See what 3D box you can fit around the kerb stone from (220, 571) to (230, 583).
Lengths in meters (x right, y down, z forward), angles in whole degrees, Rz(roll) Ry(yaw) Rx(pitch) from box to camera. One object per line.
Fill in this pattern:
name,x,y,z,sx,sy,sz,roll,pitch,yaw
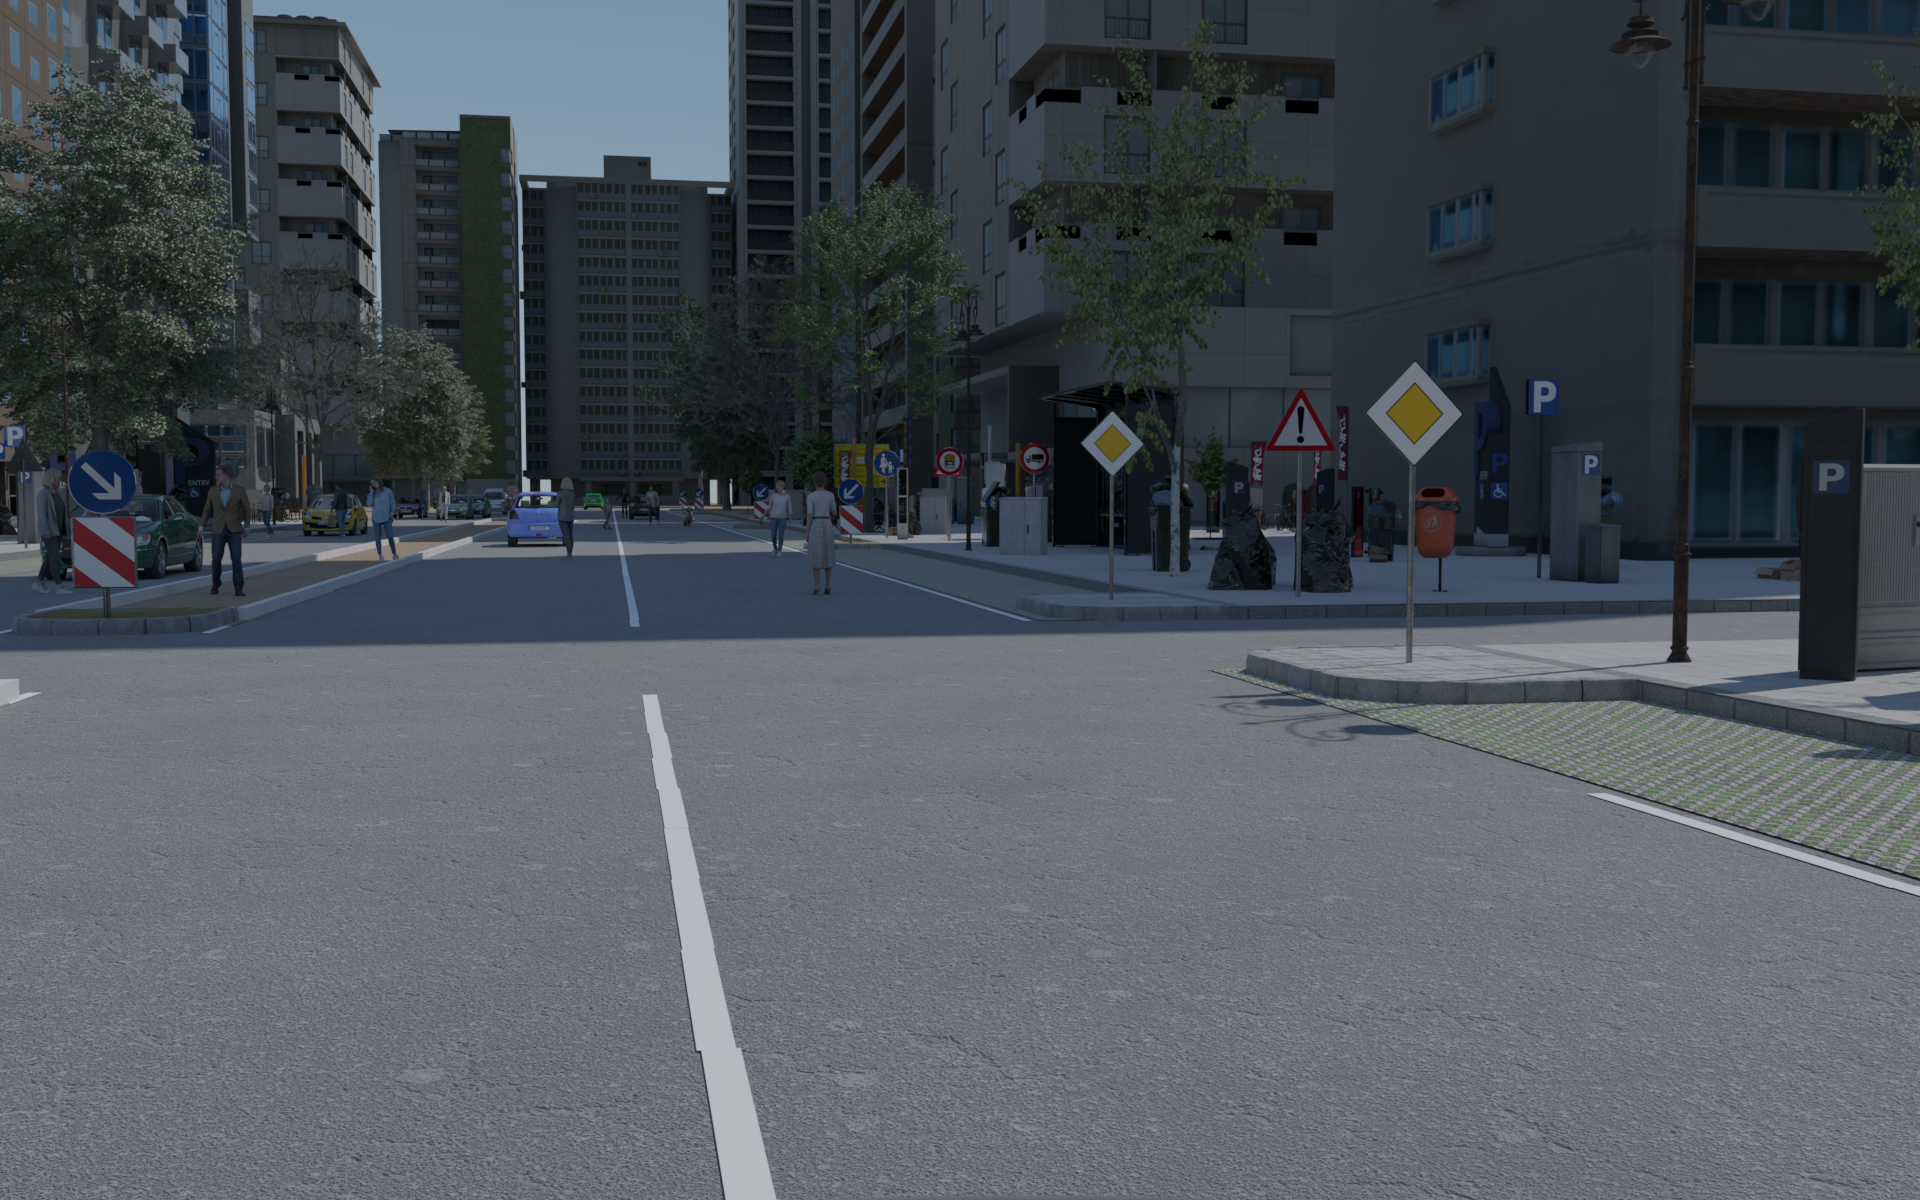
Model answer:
kerb stone,-11.889,-0.329,27.680,0.120,0.150,1.000,-1,4,-11

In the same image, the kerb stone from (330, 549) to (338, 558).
kerb stone,-14.118,-1.007,38.740,0.120,0.150,1.000,-1,4,-11

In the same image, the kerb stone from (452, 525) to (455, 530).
kerb stone,-20.015,-2.795,67.892,0.120,0.150,1.000,-1,4,-11

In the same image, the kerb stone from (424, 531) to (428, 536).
kerb stone,-17.980,-2.180,57.841,0.120,0.150,1.000,-1,4,-11

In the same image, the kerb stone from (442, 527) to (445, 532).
kerb stone,-19.208,-2.550,63.883,0.120,0.150,1.000,-1,4,-11

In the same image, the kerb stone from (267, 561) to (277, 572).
kerb stone,-12.706,-0.582,31.712,0.120,0.150,1.000,-1,4,-11

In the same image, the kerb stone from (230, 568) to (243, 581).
kerb stone,-12.088,-0.396,28.690,0.120,0.150,1.000,-1,4,-11

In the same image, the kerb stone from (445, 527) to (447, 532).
kerb stone,-19.411,-2.611,64.885,0.120,0.150,1.000,-1,4,-11

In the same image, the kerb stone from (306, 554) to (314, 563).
kerb stone,-13.520,-0.828,35.731,0.120,0.150,1.000,-1,4,-11

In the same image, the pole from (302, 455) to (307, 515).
pole,-34.264,-5.914,90.529,0.158,3.312,0.155,0,3,0

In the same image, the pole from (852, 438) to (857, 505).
pole,-3.831,-4.221,62.862,0.158,3.312,0.155,0,3,0

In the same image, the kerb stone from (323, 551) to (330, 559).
kerb stone,-13.922,-0.943,37.736,0.120,0.150,1.000,-1,4,-11

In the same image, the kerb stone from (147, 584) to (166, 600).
kerb stone,-11.073,-0.090,23.662,0.120,0.150,1.000,-1,4,-11

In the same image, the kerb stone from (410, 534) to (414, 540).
kerb stone,-17.173,-1.935,53.829,0.120,0.150,1.000,-1,4,-11

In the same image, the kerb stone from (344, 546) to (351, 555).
kerb stone,-14.532,-1.133,40.751,0.120,0.150,1.000,-1,4,-11

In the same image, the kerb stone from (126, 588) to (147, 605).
kerb stone,-10.869,-0.028,22.651,0.120,0.150,1.000,-1,4,-11

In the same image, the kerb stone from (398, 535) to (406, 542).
kerb stone,-16.769,-1.812,51.820,0.120,0.150,1.000,-1,4,-11

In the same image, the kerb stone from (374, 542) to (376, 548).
kerb stone,-15.545,-1.442,45.779,0.120,0.150,1.000,-1,4,-11

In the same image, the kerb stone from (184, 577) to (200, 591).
kerb stone,-11.488,-0.212,25.672,0.120,0.150,1.000,-1,4,-11

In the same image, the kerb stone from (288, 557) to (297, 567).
kerb stone,-13.114,-0.705,33.720,0.120,0.150,1.000,-1,4,-11

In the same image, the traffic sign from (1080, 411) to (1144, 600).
traffic sign,1.830,-1.057,20.932,0.795,2.450,0.064,-1,4,-11

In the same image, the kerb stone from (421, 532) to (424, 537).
kerb stone,-17.784,-2.117,56.837,0.120,0.150,1.000,-1,4,-11

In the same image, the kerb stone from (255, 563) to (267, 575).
kerb stone,-12.495,-0.521,30.707,0.120,0.150,1.000,-1,4,-11

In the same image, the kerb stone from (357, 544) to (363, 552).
kerb stone,-14.935,-1.259,42.773,0.120,0.150,1.000,-1,4,-11

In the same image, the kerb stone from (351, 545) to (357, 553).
kerb stone,-14.735,-1.193,41.767,0.120,0.150,1.000,-1,4,-11

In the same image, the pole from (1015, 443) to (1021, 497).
pole,2.324,-4.606,69.157,0.158,3.312,0.155,0,3,0

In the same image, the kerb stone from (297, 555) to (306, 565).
kerb stone,-13.312,-0.767,34.730,0.120,0.150,1.000,-1,4,-11

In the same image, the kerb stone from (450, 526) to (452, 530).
kerb stone,-19.810,-2.734,66.890,0.120,0.150,1.000,-1,4,-11

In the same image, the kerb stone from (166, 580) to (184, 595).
kerb stone,-11.279,-0.151,24.668,0.120,0.150,1.000,-1,4,-11

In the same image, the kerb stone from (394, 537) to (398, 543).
kerb stone,-16.365,-1.688,49.796,0.120,0.150,1.000,-1,4,-11

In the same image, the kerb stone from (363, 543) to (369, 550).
kerb stone,-15.143,-1.320,43.774,0.120,0.150,1.000,-1,4,-11

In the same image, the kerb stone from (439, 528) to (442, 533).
kerb stone,-18.995,-2.488,62.868,0.120,0.150,1.000,-1,4,-11

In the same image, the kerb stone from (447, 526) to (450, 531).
kerb stone,-19.610,-2.672,65.888,0.120,0.150,1.000,-1,4,-11

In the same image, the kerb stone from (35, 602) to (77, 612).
kerb stone,-10.264,0.159,19.642,0.120,0.150,1.000,-1,4,-11

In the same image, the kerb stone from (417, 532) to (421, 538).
kerb stone,-17.578,-2.054,55.836,0.120,0.150,1.000,-1,4,-11

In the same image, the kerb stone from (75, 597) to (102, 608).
kerb stone,-10.466,0.095,20.646,0.120,0.150,1.000,-1,4,-11

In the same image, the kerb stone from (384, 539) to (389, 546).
kerb stone,-15.949,-1.566,47.794,0.120,0.150,1.000,-1,4,-11

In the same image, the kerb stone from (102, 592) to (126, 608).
kerb stone,-10.666,0.033,21.649,0.120,0.150,1.000,-1,4,-11

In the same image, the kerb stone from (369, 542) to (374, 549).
kerb stone,-15.344,-1.374,44.777,0.120,0.150,1.000,-1,4,-11

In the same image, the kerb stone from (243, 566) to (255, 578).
kerb stone,-12.294,-0.458,29.691,0.120,0.150,1.000,-1,4,-11

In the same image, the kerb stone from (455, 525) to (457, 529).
kerb stone,-20.222,-2.856,68.893,0.120,0.150,1.000,-1,4,-11

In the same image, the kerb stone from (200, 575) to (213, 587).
kerb stone,-11.695,-0.274,26.673,0.120,0.150,1.000,-1,4,-11

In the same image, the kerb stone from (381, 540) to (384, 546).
kerb stone,-15.760,-1.503,46.789,0.120,0.150,1.000,-1,4,-11

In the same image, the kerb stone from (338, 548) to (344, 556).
kerb stone,-14.329,-1.073,39.743,0.120,0.150,1.000,-1,4,-11

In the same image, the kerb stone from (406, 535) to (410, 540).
kerb stone,-16.978,-1.871,52.821,0.120,0.150,1.000,-1,4,-11

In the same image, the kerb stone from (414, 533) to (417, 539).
kerb stone,-17.374,-1.996,54.833,0.120,0.150,1.000,-1,4,-11

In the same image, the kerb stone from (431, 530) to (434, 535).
kerb stone,-18.390,-2.302,59.851,0.120,0.150,1.000,-1,4,-11

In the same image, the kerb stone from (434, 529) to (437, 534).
kerb stone,-18.594,-2.365,60.856,0.120,0.150,1.000,-1,4,-11

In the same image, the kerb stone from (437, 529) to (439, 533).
kerb stone,-18.798,-2.426,61.865,0.120,0.150,1.000,-1,4,-11

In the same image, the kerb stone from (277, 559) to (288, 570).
kerb stone,-12.905,-0.643,32.717,0.120,0.150,1.000,-1,4,-11

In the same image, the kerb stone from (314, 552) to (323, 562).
kerb stone,-13.718,-0.889,36.734,0.120,0.150,1.000,-1,4,-11

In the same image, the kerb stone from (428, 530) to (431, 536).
kerb stone,-18.191,-2.242,58.846,0.120,0.150,1.000,-1,4,-11
